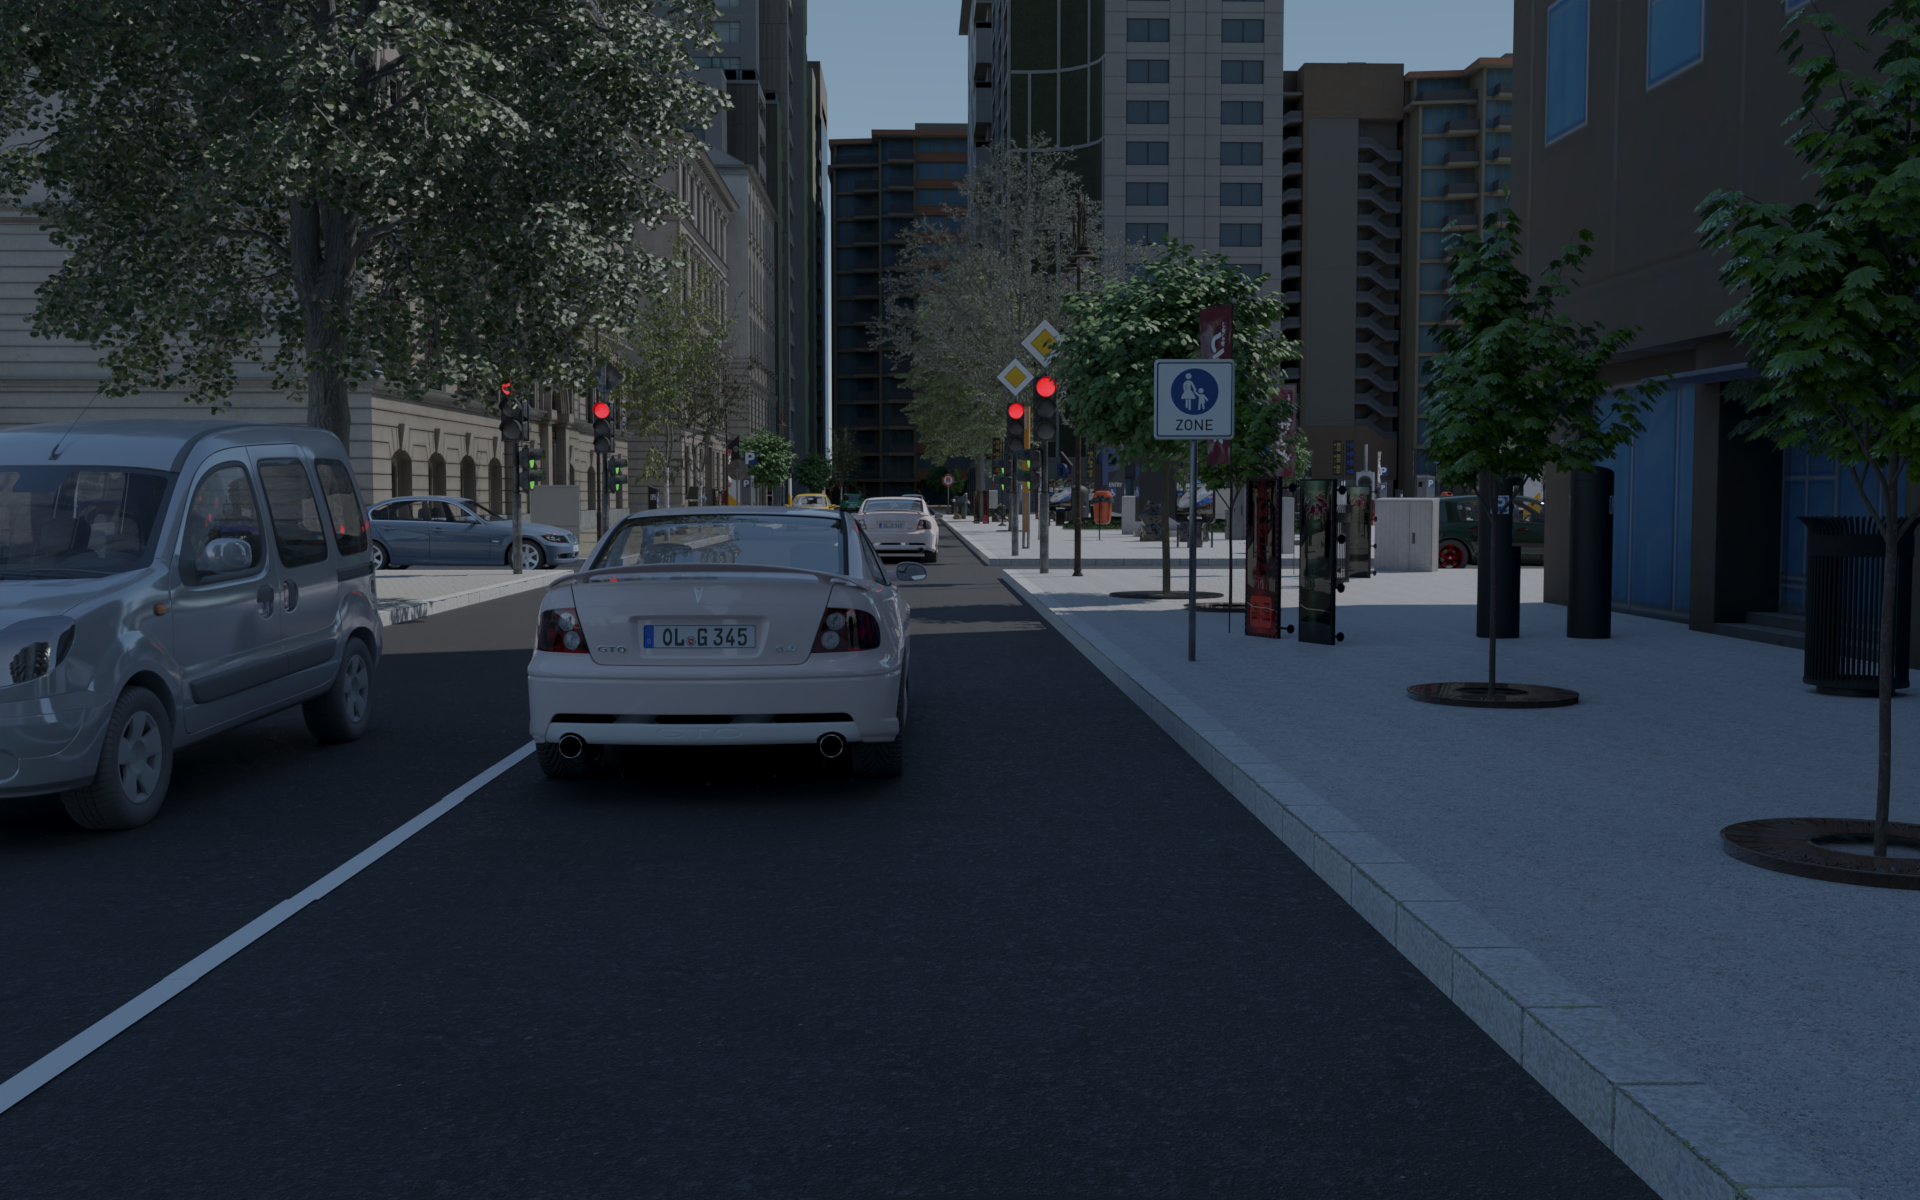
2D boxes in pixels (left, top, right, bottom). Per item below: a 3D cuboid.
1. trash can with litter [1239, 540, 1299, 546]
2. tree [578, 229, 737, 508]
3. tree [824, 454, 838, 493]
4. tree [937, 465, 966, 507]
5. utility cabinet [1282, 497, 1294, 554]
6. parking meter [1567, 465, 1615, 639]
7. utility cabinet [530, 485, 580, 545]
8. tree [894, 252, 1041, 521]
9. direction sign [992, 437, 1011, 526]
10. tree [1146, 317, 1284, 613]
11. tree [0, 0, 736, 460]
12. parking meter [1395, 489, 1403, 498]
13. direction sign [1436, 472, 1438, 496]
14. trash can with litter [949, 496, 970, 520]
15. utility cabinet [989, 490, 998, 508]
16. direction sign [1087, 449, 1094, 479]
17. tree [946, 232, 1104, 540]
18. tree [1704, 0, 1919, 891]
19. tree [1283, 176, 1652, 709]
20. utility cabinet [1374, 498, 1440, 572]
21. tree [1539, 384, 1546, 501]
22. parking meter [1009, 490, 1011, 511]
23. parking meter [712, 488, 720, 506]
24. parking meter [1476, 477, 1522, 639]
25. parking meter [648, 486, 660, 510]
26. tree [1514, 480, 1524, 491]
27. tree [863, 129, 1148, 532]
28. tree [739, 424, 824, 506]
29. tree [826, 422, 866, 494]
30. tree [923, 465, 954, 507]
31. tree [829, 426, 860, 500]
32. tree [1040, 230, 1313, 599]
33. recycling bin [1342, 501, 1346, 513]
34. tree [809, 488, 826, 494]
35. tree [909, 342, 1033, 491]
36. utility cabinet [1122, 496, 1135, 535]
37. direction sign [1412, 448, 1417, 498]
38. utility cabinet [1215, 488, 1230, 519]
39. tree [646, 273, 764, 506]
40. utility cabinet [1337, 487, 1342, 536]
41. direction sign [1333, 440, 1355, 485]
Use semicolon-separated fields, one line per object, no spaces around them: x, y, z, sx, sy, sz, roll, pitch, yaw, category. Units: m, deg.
8.172;-1.999;43.741;1.678;1.210;2.233;-1;4;-15;trash can with litter
-8.302;-5.934;47.383;4.737;8.622;4.395;0;3;0;tree
-10.012;-8.336;120.001;4.285;4.588;4.351;0;3;0;tree
-0.239;-7.389;115.415;1.663;3.219;1.824;0;3;0;tree
6.907;-1.616;37.583;0.306;1.237;1.020;-1;4;-16;utility cabinet
5.625;-0.431;15.450;0.372;1.533;0.369;0;3;0;parking meter
-10.116;-2.113;43.224;1.173;1.500;0.318;-1;4;-22;utility cabinet
0.621;-9.947;80.759;7.486;12.596;7.792;0;3;0;tree
1.697;-4.732;69.370;0.876;3.537;0.379;2;4;26;direction sign
3.029;-1.491;18.987;1.663;3.219;1.824;0;3;0;tree
-7.226;-6.925;19.885;9.857;13.997;8.962;0;3;0;tree
22.796;-4.988;89.965;0.372;1.533;0.369;0;3;0;parking meter
28.163;-6.741;102.214;0.379;3.537;0.876;0;4;7;direction sign
0.043;-4.661;87.592;0.624;1.170;1.055;1;4;22;trash can with litter
1.655;-5.820;103.834;1.173;1.500;0.318;0;4;-7;utility cabinet
6.827;-5.860;87.807;0.876;3.537;0.379;-1;4;-20;direction sign
2.050;-5.997;48.416;4.360;8.622;3.978;0;3;0;tree
3.369;-0.695;5.959;1.663;3.219;1.824;0;3;0;tree
3.254;-0.981;10.643;1.663;3.219;1.824;0;3;0;tree
7.419;-1.079;28.801;1.020;1.237;0.306;3;4;39;utility cabinet
24.890;-7.538;73.613;4.360;8.622;3.978;0;3;0;tree
2.658;-4.865;87.946;0.372;1.533;0.369;0;3;0;parking meter
-10.727;-4.147;76.208;0.372;1.533;0.369;0;3;0;parking meter
4.824;-0.433;15.489;0.372;1.533;0.369;0;3;0;parking meter
-9.248;-2.691;52.416;0.372;1.533;0.369;0;3;0;parking meter
30.956;-6.989;97.984;4.285;4.588;4.351;0;3;0;tree
1.876;-9.072;58.698;12.009;13.543;11.850;0;3;0;tree
-9.217;-5.985;81.564;4.285;4.588;4.351;0;3;0;tree
-11.585;-13.800;175.997;4.737;8.622;4.395;0;3;0;tree
-2.040;-11.674;174.578;4.285;4.588;4.351;0;3;0;tree
-12.902;-14.542;188.127;4.360;8.622;3.978;0;3;0;tree
2.674;-2.323;21.688;4.285;4.588;4.351;0;3;0;tree
14.798;-3.272;66.044;0.722;1.027;0.722;0;4;-3;recycling bin
-10.805;-8.366;131.377;1.663;3.219;1.824;0;3;0;tree
0.717;-9.771;94.170;8.767;10.594;7.601;2;4;35;tree
5.651;-2.676;54.911;1.020;1.237;0.306;1;4;23;utility cabinet
22.594;-5.757;86.118;0.379;3.537;0.876;0;4;2;direction sign
10.280;-3.653;68.409;1.173;1.500;0.318;3;4;36;utility cabinet
-8.760;-6.614;58.504;4.360;8.622;3.978;0;3;0;tree
10.995;-2.620;51.513;0.318;1.500;1.173;-1;4;-10;utility cabinet
16.113;-4.943;72.817;0.876;3.537;0.379;1;4;17;direction sign
